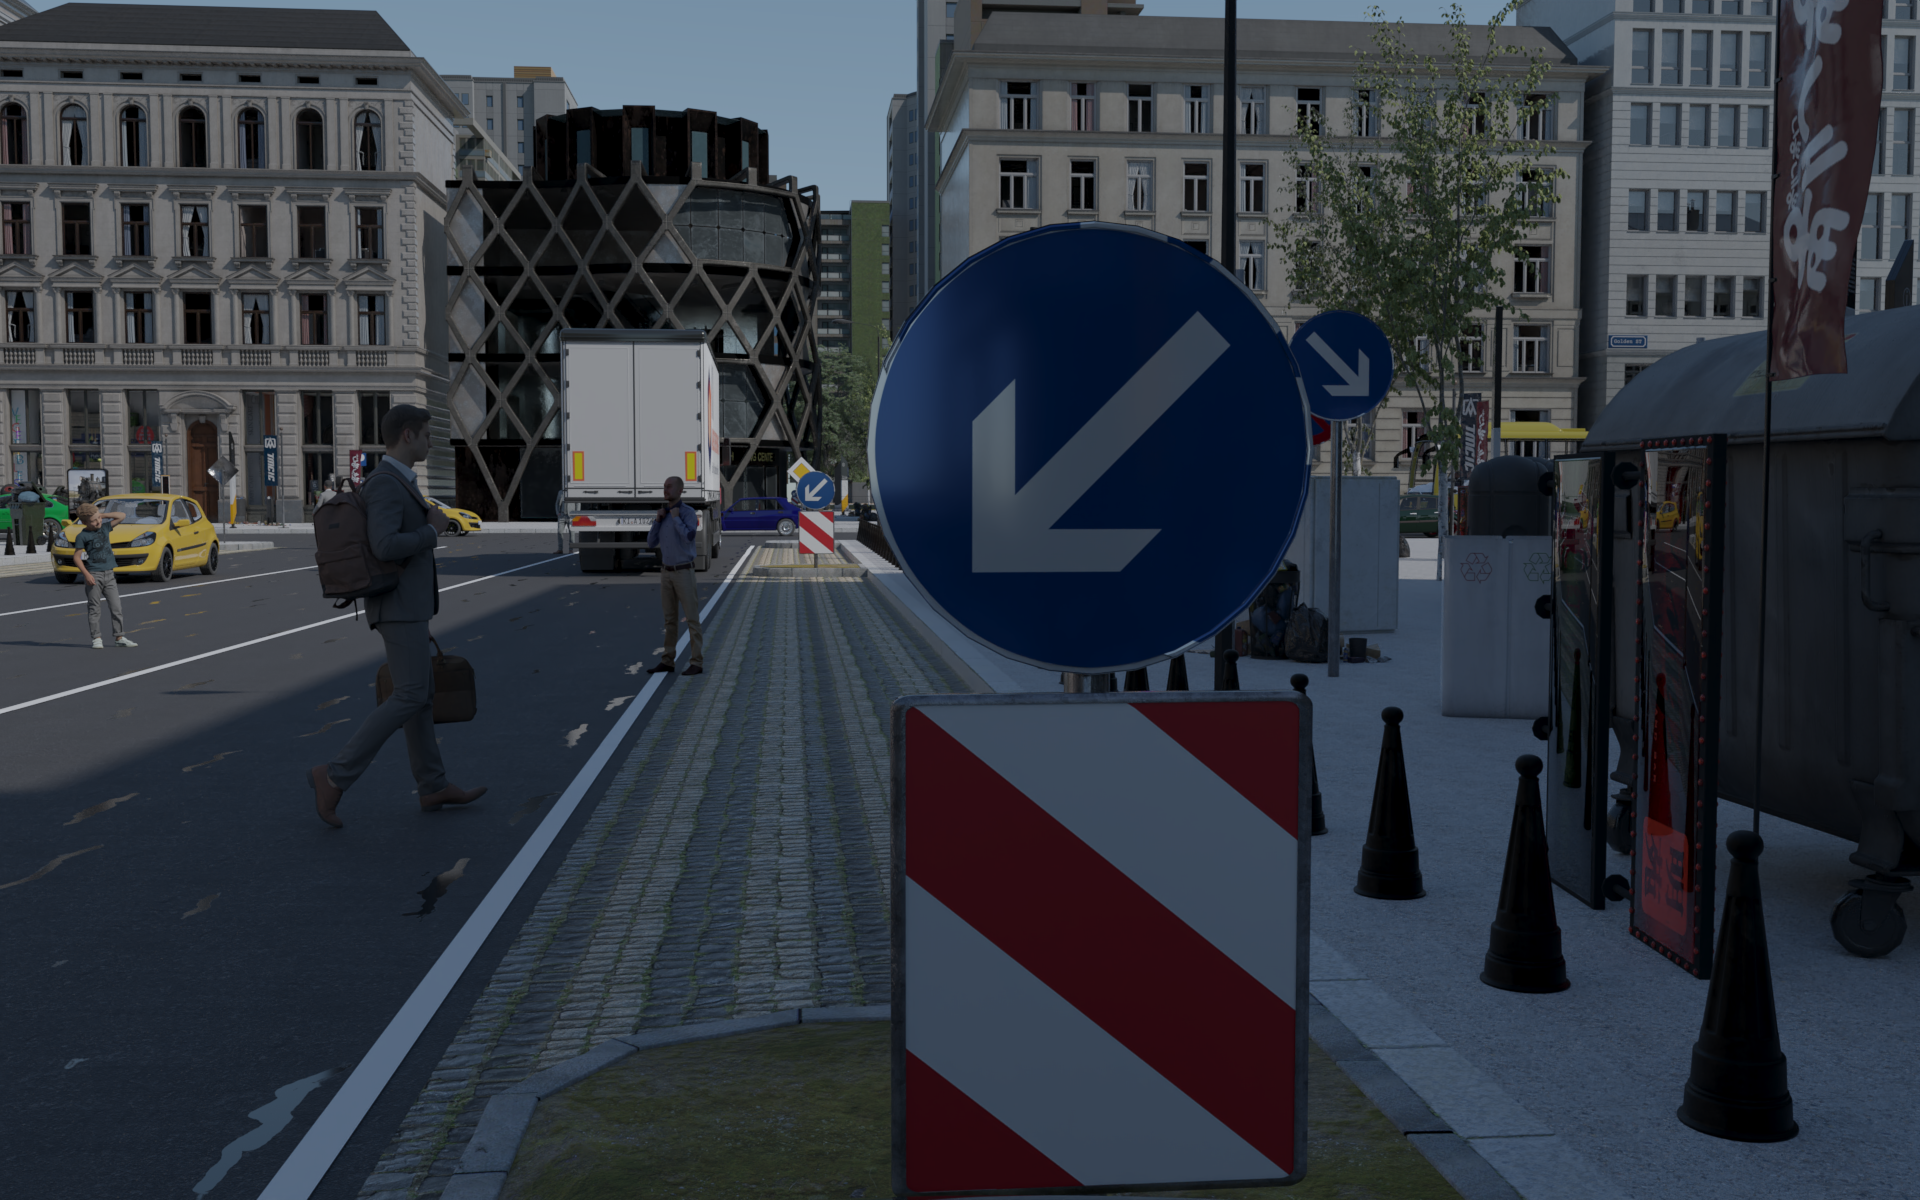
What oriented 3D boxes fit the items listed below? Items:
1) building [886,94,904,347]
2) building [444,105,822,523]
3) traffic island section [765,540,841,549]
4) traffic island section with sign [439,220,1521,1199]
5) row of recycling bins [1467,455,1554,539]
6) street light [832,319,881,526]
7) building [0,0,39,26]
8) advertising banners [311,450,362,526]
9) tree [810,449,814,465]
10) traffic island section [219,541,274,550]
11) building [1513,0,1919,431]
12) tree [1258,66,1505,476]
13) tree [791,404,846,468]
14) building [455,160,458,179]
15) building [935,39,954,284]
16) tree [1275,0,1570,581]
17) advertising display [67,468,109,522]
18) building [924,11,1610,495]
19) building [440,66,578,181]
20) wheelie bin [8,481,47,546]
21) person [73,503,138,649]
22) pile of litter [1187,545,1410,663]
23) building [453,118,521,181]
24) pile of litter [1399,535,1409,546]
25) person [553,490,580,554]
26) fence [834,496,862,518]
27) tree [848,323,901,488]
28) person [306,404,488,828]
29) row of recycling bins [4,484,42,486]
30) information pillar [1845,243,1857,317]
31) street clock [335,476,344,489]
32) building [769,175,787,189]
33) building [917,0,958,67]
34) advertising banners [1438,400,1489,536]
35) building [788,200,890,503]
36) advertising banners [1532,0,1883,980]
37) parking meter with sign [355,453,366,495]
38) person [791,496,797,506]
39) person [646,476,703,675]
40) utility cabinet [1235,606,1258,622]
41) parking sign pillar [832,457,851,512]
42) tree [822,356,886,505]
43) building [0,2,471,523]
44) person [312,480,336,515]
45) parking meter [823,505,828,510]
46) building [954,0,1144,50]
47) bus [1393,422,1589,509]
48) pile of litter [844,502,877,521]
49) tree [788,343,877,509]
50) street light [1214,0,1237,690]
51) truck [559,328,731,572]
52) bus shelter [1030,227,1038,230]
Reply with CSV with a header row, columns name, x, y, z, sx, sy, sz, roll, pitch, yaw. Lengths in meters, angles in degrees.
name,x,y,z,sx,sy,sz,roll,pitch,yaw
building,4.133,-43.146,247.440,28.212,58.520,21.231,0,4,-6
building,-15.178,-13.267,84.372,16.811,18.784,16.820,0,4,-6
traffic island section,-4.231,-1.489,46.626,2.009,0.180,2.903,0,4,-6
traffic island section with sign,0.018,0.325,3.309,1.989,1.847,2.006,0,4,-6
row of recycling bins,6.632,-0.760,19.544,1.069,1.692,3.534,3,4,38
street light,-2.707,-4.507,46.226,1.470,5.913,1.316,0,4,-6
building,-53.909,-17.867,78.037,20.117,28.700,13.634,0,4,-6
advertising banners,-24.517,-4.404,68.189,2.074,3.025,0.090,0,4,3
tree,-16.239,-15.207,198.995,4.360,8.622,3.978,0,3,0
traffic island section,-19.201,-1.400,45.166,2.009,0.180,2.903,0,4,-6
building,43.878,-18.866,85.945,29.804,29.767,11.434,0,4,-6
tree,7.324,-4.924,30.871,4.360,8.622,3.978,0,3,0
tree,-14.385,-15.674,182.032,9.928,11.665,9.643,0,3,0
building,-48.462,-22.447,138.704,14.160,30.474,14.107,0,4,-6
building,4.559,-29.164,160.430,14.154,41.232,14.086,0,4,-6
tree,6.897,-4.586,25.344,4.737,8.622,4.395,0,3,0
advertising display,-21.934,-2.348,43.600,0.974,1.923,0.123,0,4,-4
building,13.831,-15.449,85.870,30.059,22.955,16.112,0,4,-6
building,-67.572,-42.761,241.146,28.212,58.520,21.231,0,4,-6
wheelie bin,-23.276,-2.161,43.239,0.980,1.594,0.693,2,4,32
person,-7.959,-0.227,16.118,0.340,1.345,0.435,2,4,29
pile of litter,2.564,0.014,13.729,1.176,0.858,1.719,-2,4,-35
building,-57.569,-29.486,173.976,23.993,40.220,32.217,0,4,-6
pile of litter,8.376,-1.289,35.035,1.719,0.858,1.176,-1,4,-11
person,-9.417,-2.014,41.522,0.635,1.810,0.391,0,3,0
fence,-5.853,-5.092,94.458,2.264,1.192,0.480,-1,4,-18
tree,-2.567,-7.442,72.038,4.737,8.622,4.395,0,3,0
person,-2.522,0.046,7.708,0.822,1.834,0.622,-2,4,-31
row of recycling bins,-38.329,-3.784,68.984,3.534,1.692,1.069,-2,4,-31
information pillar,3.837,-0.995,7.629,0.183,3.616,0.504,3,5,39
street clock,-25.376,-4.055,70.870,0.358,2.002,0.471,0,4,-6
building,-31.147,-36.153,241.203,14.200,45.320,14.600,0,4,-6
building,5.975,-39.109,181.426,21.231,58.520,28.212,0,4,-6
advertising banners,9.637,-2.261,33.152,0.090,3.025,2.074,0,4,-8
building,-17.064,-34.192,242.627,14.086,41.232,14.154,0,4,-6
advertising banners,1.972,-0.524,4.748,0.090,3.025,2.074,0,4,0
parking meter with sign,-25.737,-4.774,74.317,0.543,3.016,1.738,-1,4,-18
person,-17.045,-10.313,177.666,0.434,1.755,0.990,-3,5,-43
person,-2.253,-0.195,13.748,0.516,1.574,0.319,3,5,42
utility cabinet,2.943,-0.360,17.040,0.306,1.237,1.020,0,4,-1
parking sign pillar,-8.703,-8.483,127.167,1.447,3.967,1.447,-2,4,-35
tree,-4.273,-8.468,88.806,4.360,8.622,3.978,0,3,0
building,-33.561,-15.339,79.675,19.941,23.489,11.050,0,4,-6
person,-16.362,-2.212,44.944,0.850,1.792,0.678,3,5,45
parking meter,-10.529,-7.795,135.862,0.372,1.533,0.369,0,3,0
building,7.023,-30.352,146.362,14.600,45.320,14.200,0,4,-6
bus,21.439,-4.188,60.029,12.252,3.916,2.896,0,4,-6
pile of litter,-4.345,-4.165,82.062,1.719,0.858,1.176,2,4,33
tree,-11.044,-14.521,144.073,9.857,13.997,8.962,0,3,0
street light,0.925,-2.253,9.379,1.470,5.913,1.316,0,4,-6
truck,-6.160,-2.821,35.032,2.839,4.237,11.283,0,4,-6
bus shelter,1.089,-2.823,23.786,2.179,5.291,8.768,0,4,-5
